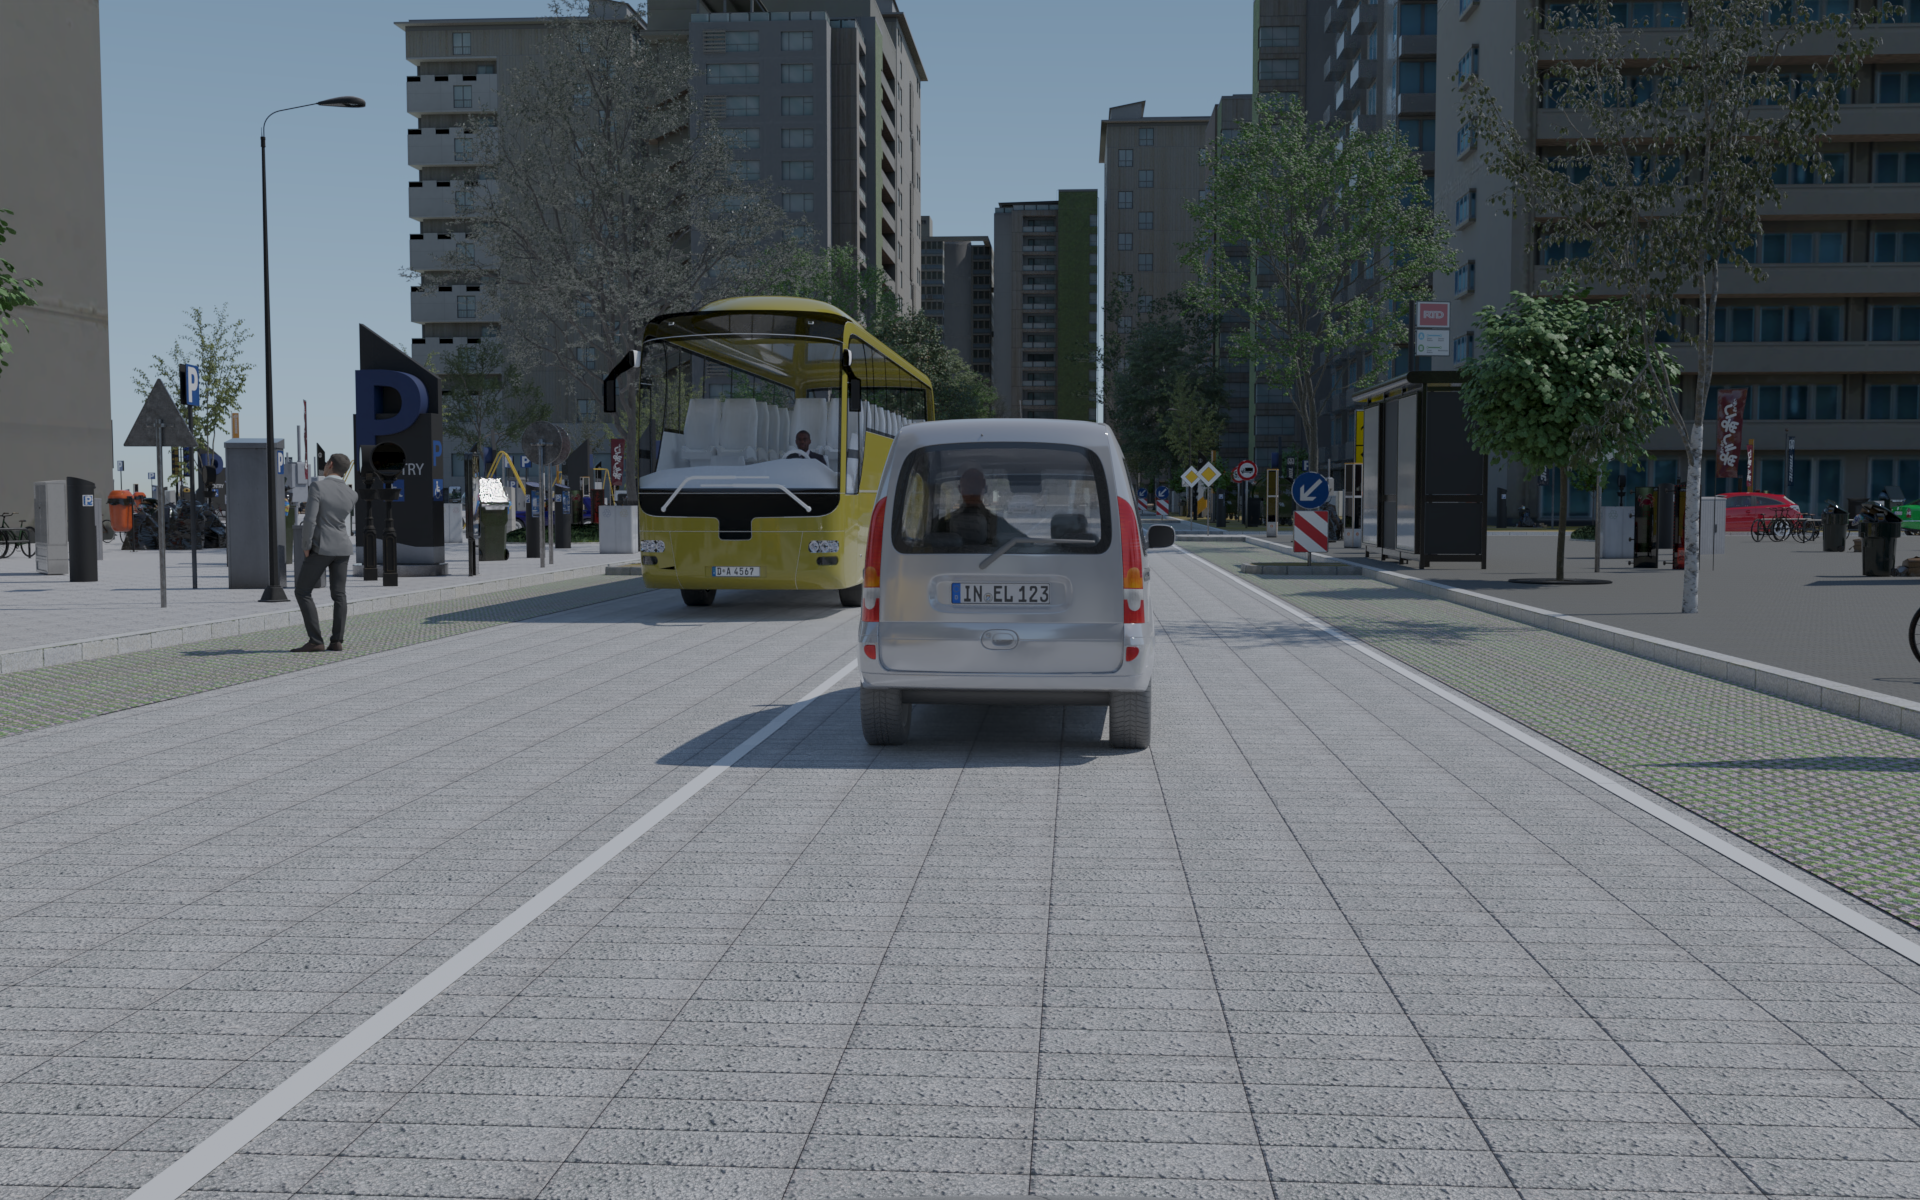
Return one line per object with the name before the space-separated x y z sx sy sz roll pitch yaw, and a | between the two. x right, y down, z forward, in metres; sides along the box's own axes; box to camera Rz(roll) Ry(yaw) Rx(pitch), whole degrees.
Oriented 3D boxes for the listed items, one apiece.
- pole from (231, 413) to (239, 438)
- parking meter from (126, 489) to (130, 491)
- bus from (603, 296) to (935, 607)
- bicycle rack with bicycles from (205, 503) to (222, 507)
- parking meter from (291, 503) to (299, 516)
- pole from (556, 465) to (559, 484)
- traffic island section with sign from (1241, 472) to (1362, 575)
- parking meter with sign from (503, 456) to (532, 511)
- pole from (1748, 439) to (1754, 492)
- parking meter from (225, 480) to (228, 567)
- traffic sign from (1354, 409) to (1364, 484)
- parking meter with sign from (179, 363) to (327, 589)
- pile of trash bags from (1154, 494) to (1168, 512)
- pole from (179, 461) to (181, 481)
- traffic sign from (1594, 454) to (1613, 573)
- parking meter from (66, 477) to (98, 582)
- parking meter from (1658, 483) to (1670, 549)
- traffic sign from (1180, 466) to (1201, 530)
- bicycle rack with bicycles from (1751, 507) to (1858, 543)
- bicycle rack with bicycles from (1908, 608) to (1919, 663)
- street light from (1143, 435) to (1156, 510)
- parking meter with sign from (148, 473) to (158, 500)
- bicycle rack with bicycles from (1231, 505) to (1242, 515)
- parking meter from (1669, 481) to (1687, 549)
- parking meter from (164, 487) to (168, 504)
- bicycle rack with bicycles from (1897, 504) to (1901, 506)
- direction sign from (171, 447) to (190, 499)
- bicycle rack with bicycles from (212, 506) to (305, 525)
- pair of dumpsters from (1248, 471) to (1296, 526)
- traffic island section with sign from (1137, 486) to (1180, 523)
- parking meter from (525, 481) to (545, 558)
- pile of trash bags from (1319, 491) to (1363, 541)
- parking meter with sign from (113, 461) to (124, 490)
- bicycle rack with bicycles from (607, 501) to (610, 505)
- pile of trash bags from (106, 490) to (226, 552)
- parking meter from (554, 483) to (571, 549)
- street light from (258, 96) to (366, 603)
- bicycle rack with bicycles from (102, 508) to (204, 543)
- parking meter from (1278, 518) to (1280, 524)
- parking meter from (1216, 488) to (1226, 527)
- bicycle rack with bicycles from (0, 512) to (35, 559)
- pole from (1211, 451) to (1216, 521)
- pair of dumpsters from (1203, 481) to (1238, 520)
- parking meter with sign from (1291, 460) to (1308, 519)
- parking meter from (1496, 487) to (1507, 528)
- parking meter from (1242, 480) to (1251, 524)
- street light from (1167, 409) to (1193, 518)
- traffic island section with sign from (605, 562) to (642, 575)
pole | -18.203 -3.042 43.580 0.158 3.312 0.155 0 3 0
parking meter | -41.173 -4.714 85.479 0.372 1.533 0.369 0 3 0
bus | -2.123 -2.065 25.305 2.896 3.916 12.252 0 4 4
bicycle rack with bicycles | -30.842 -3.721 74.228 2.925 0.926 2.852 1 4 12
parking meter | -39.659 -5.964 103.224 0.255 1.863 0.399 1 4 17
pole | -26.512 -7.361 114.189 0.158 3.312 0.155 0 3 0
traffic island section with sign | 6.137 -1.391 31.371 1.989 1.847 2.006 0 4 4
parking meter with sign | -20.181 -5.101 79.663 0.543 3.016 1.738 2 4 26
pole | 29.335 -4.308 64.283 0.158 3.312 0.155 0 3 0
parking meter | -12.764 -1.356 30.579 0.372 1.533 0.369 0 3 0
traffic sign | 10.569 -2.907 41.409 2.265 3.308 0.079 0 4 8
parking meter with sign | -9.555 -1.666 23.499 1.738 3.016 0.543 0 4 -7
pile of trash bags | 15.557 -7.102 125.869 3.447 1.369 1.912 3 5 43
pole | -48.716 -7.002 108.319 0.158 3.312 0.155 0 3 0
traffic sign | 10.427 -1.722 28.267 0.768 2.556 0.104 0 4 7
parking meter | -12.834 -1.035 25.326 0.372 1.533 0.369 0 3 0
parking meter | 16.532 -1.966 40.562 0.372 1.533 0.369 0 3 0
traffic sign | 8.156 -3.511 61.040 0.795 2.450 0.064 0 4 4
bicycle rack with bicycles | 22.406 -2.005 46.162 2.925 0.926 2.852 -1 4 -12
bicycle rack with bicycles | 8.440 0.083 12.033 2.925 0.926 2.852 3 4 38
street light | 14.699 -9.990 135.879 1.470 5.913 1.316 0 4 4
parking meter with sign | -65.307 -8.832 140.671 0.543 3.016 1.738 0 4 -5
bicycle rack with bicycles | 16.951 -5.833 108.748 2.925 0.926 2.852 0 4 -7
parking meter | 13.981 -1.524 33.334 0.372 1.533 0.369 0 3 0
parking meter | -61.326 -7.822 133.593 0.255 1.863 0.399 2 4 26
bicycle rack with bicycles | 57.875 -5.544 104.019 2.925 0.926 2.852 -2 4 -31
direction sign | -35.577 -5.332 79.172 0.876 3.537 0.379 0 4 -1
bicycle rack with bicycles | -16.518 -1.830 43.300 2.852 0.926 2.925 1 4 10
pair of dumpsters | 12.850 -4.217 71.443 1.574 2.255 4.437 0 4 4
traffic island section with sign | 9.881 -4.720 85.802 1.989 1.847 2.006 0 4 4
parking meter | -8.531 -1.614 34.796 0.372 1.533 0.369 0 3 0
pile of trash bags | 11.012 -2.404 49.055 1.912 1.369 3.447 1 4 23
parking meter with sign | -44.099 -5.697 89.400 0.543 3.016 1.738 3 4 37
bicycle rack with bicycles | -26.663 -7.395 134.284 2.925 0.926 2.852 3 4 36
pile of trash bags | -18.366 -1.834 39.741 1.912 1.369 3.447 0 4 7
parking meter | -9.361 -1.981 40.792 0.372 1.533 0.369 0 3 0
street light | -7.630 -2.928 20.407 1.470 5.913 1.316 0 4 4
bicycle rack with bicycles | -21.752 -1.925 44.863 2.852 0.926 2.925 0 4 4
parking meter | 14.006 -4.248 75.169 0.399 1.863 0.255 3 5 40
parking meter | 10.139 -3.595 67.197 0.372 1.533 0.369 0 3 0
bicycle rack with bicycles | -19.517 -1.269 34.137 2.852 0.926 2.925 2 4 25
pole | 11.881 -5.344 81.222 0.158 3.312 0.155 0 3 0
pair of dumpsters | 13.246 -5.202 87.545 1.574 2.255 4.437 0 4 4
parking meter with sign | 17.627 -5.720 89.779 0.543 3.016 1.738 -1 4 -13
parking meter | 20.459 -3.486 65.401 0.372 1.533 0.369 0 3 0
parking meter | 12.275 -4.186 74.152 0.399 1.863 0.255 0 4 -1
street light | 11.963 -7.443 94.240 1.470 5.913 1.316 0 4 4
traffic island section with sign | -5.164 -1.380 31.187 1.989 1.847 2.006 0 4 4
